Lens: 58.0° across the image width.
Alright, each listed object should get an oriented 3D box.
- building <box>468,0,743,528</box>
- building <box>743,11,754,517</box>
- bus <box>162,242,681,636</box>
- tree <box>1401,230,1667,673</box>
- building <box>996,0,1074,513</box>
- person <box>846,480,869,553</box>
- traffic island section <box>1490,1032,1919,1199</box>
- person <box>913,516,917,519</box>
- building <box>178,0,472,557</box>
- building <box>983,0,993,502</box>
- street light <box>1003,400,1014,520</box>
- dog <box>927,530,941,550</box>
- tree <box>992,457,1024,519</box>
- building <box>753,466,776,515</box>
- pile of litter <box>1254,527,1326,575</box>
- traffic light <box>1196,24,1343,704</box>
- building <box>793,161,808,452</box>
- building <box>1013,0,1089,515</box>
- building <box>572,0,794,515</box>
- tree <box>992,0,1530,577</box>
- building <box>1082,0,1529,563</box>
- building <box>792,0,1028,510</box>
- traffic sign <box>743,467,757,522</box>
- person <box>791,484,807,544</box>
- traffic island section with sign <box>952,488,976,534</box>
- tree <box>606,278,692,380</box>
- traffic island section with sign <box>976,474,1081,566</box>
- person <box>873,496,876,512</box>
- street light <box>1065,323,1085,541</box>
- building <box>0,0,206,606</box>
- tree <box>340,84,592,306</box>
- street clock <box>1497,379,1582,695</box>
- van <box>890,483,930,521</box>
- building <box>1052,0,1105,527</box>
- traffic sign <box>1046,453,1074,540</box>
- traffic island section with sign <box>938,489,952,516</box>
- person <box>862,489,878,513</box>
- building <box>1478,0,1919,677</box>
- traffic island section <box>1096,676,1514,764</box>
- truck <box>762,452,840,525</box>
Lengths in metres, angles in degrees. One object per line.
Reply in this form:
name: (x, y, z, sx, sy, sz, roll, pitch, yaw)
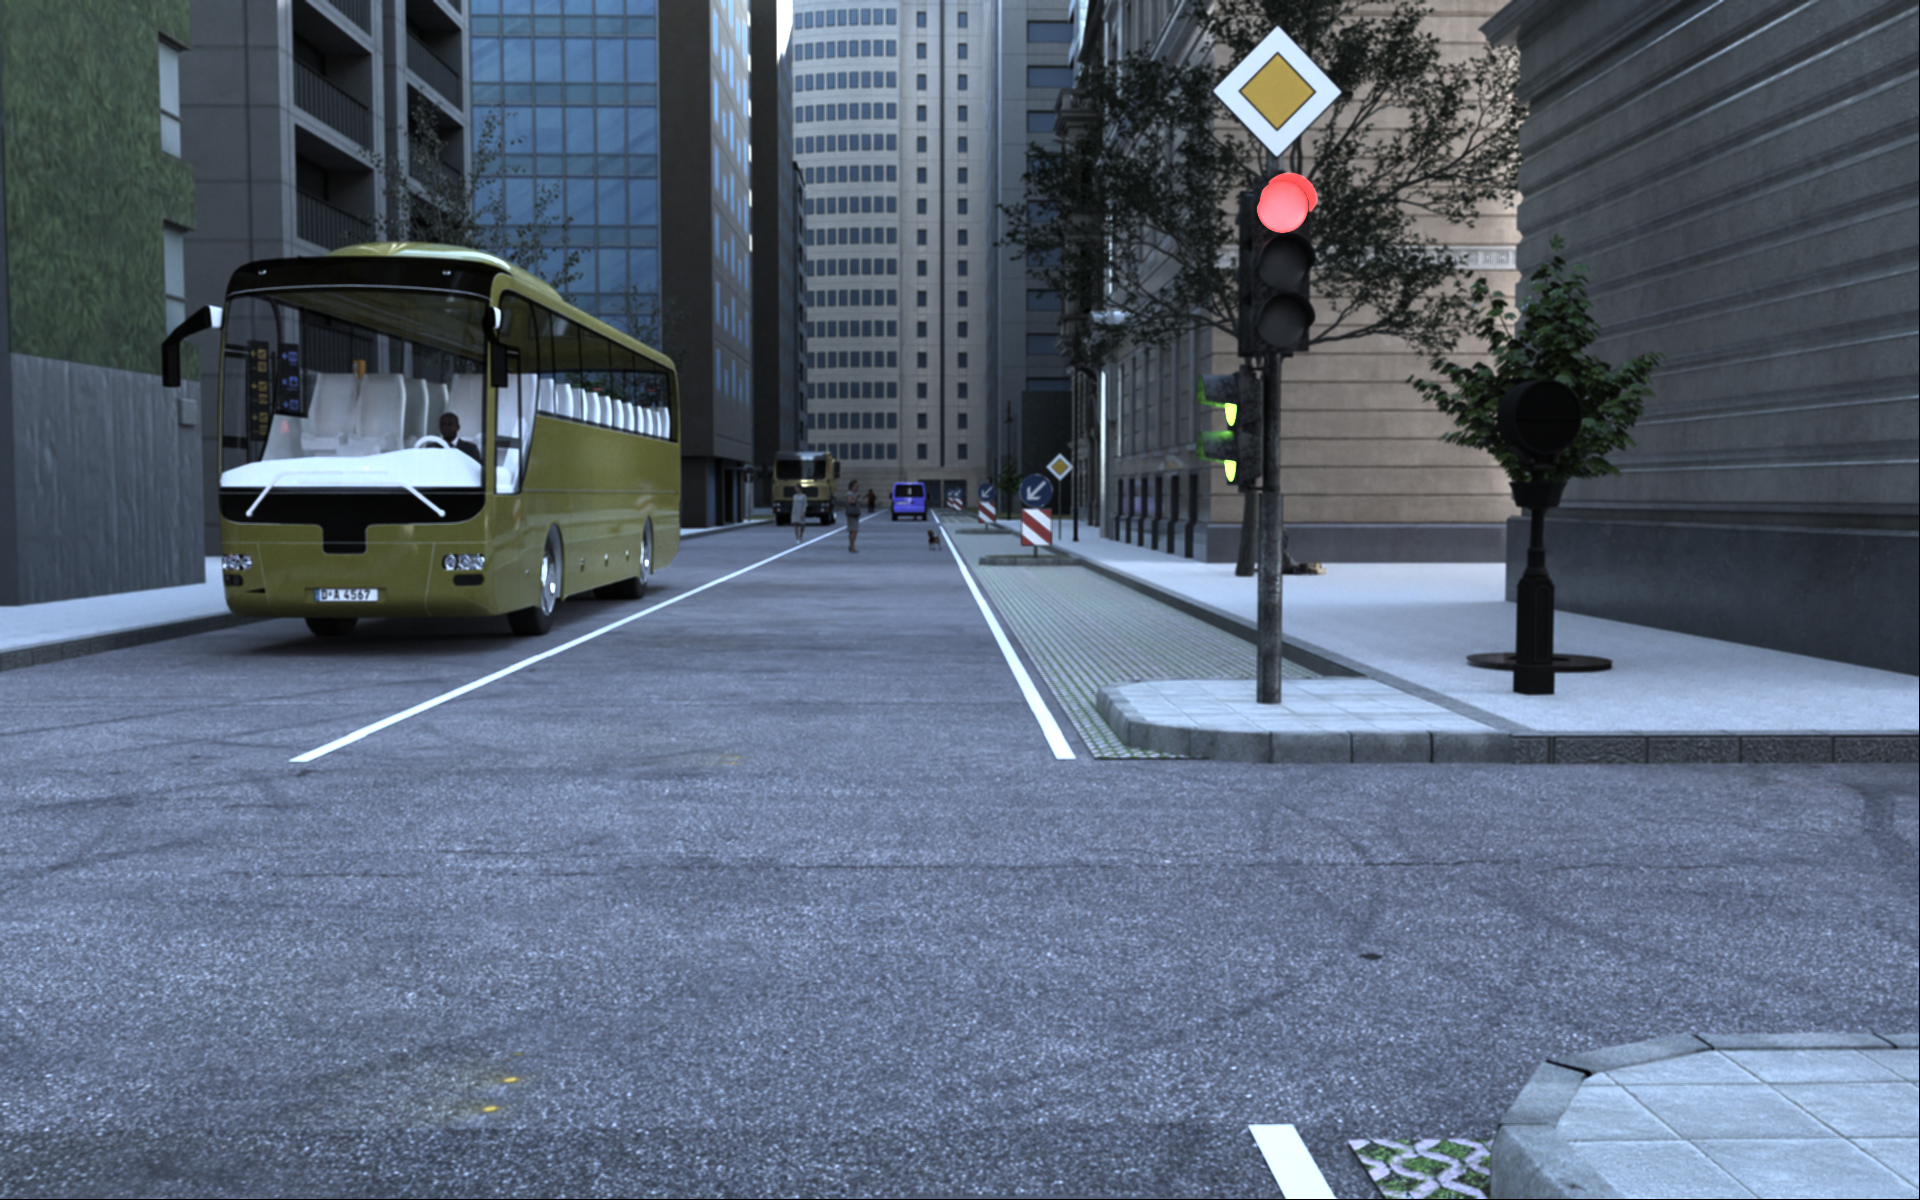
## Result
building: (-16.160, -25.667, 69.768, 14.600, 45.320, 14.200, 0, 4, -1)
building: (-18.803, -19.602, 92.201, 14.160, 30.474, 14.107, 0, 4, -1)
bus: (-5.451, -1.788, 20.779, 2.896, 3.916, 12.252, 0, 4, -1)
tree: (4.400, -1.109, 12.742, 1.663, 3.219, 1.824, 0, 3, 0)
building: (12.974, -36.050, 131.412, 21.231, 58.520, 28.212, 0, 4, -1)
person: (-2.563, -2.057, 42.495, 0.532, 1.782, 0.716, 1, 4, 16)
traffic island section: (2.093, 1.199, 2.675, 2.009, 0.180, 2.903, 0, 4, -1)
person: (-2.632, -5.252, 97.608, 0.697, 1.427, 0.421, 1, 4, 20)
building: (-21.952, -37.018, 43.491, 20.563, 71.187, 20.611, 0, 4, -1)
building: (9.448, -30.782, 153.398, 14.600, 45.320, 14.200, 0, 4, -1)
street light: (2.395, -6.864, 85.018, 0.468, 5.910, 1.993, 0, 4, -1)
dog: (-0.669, -1.526, 44.242, 0.540, 0.507, 0.406, 2, 4, 26)
tree: (2.445, -5.739, 88.431, 1.663, 3.219, 1.824, 0, 3, 0)
building: (-27.208, -25.618, 110.743, 32.217, 40.220, 23.993, 0, 4, -1)
pile of litter: (5.326, -0.871, 28.203, 1.176, 0.858, 1.719, 0, 4, -2)
traffic light: (1.882, -1.322, 10.543, 0.839, 4.253, 0.868, 0, 4, -1)
building: (-20.654, -23.316, 152.914, 14.107, 30.474, 14.160, 0, 4, -1)
building: (15.107, -48.208, 100.865, 22.319, 86.520, 31.000, 0, 4, -1)
building: (-19.953, -29.341, 129.835, 14.600, 45.320, 14.200, 0, 4, -1)
tree: (4.564, -5.626, 26.402, 8.767, 10.594, 7.601, -2, 4, -23)
building: (10.579, -15.606, 41.070, 13.634, 28.700, 20.117, 0, 4, -1)
building: (-7.950, -38.991, 179.501, 28.212, 58.520, 21.231, 0, 4, -1)
traffic sign: (-9.850, -4.939, 80.855, 0.768, 2.556, 0.104, 1, 4, 8)
person: (-4.674, -2.501, 50.134, 0.466, 1.731, 0.760, -1, 4, -10)
traffic island section with sign: (0.830, -3.277, 62.200, 1.989, 1.847, 2.006, 0, 4, -1)
tree: (-11.084, -6.628, 58.733, 4.360, 8.622, 3.978, 0, 3, 0)
traffic island section with sign: (1.393, -1.628, 35.251, 1.989, 1.847, 2.006, 0, 4, -1)
person: (-7.089, -7.905, 141.009, 0.557, 1.426, 1.065, 2, 4, 34)
street light: (3.144, -4.535, 46.930, 0.468, 5.910, 1.993, 0, 4, -1)
building: (-17.736, -20.374, 16.708, 14.154, 41.232, 14.086, 0, 4, -1)
tree: (-9.166, -5.005, 32.188, 4.360, 8.622, 3.978, 0, 3, 0)
street clock: (3.695, -0.399, 11.096, 0.471, 2.002, 0.358, -1, 4, -10)
van: (-2.735, -5.481, 93.994, 2.240, 2.365, 5.245, 0, 4, -1)
building: (11.010, -15.260, 68.578, 14.460, 24.649, 34.723, 0, 4, -1)
traffic sign: (2.790, -2.888, 48.396, 0.795, 2.450, 0.064, 0, 4, 4)
traffic island section with sign: (-0.275, -6.391, 113.119, 1.989, 1.847, 2.006, 0, 4, -1)
person: (-6.831, -7.554, 131.950, 1.348, 1.831, 0.705, -2, 4, -28)
building: (15.890, -11.415, 15.521, 19.941, 23.489, 11.050, 0, 4, -1)
traffic island section: (1.922, 0.711, 10.658, 2.009, 0.180, 2.903, 0, 4, -1)
truck: (-7.232, -5.213, 81.162, 3.469, 3.379, 9.791, 0, 4, -2)
